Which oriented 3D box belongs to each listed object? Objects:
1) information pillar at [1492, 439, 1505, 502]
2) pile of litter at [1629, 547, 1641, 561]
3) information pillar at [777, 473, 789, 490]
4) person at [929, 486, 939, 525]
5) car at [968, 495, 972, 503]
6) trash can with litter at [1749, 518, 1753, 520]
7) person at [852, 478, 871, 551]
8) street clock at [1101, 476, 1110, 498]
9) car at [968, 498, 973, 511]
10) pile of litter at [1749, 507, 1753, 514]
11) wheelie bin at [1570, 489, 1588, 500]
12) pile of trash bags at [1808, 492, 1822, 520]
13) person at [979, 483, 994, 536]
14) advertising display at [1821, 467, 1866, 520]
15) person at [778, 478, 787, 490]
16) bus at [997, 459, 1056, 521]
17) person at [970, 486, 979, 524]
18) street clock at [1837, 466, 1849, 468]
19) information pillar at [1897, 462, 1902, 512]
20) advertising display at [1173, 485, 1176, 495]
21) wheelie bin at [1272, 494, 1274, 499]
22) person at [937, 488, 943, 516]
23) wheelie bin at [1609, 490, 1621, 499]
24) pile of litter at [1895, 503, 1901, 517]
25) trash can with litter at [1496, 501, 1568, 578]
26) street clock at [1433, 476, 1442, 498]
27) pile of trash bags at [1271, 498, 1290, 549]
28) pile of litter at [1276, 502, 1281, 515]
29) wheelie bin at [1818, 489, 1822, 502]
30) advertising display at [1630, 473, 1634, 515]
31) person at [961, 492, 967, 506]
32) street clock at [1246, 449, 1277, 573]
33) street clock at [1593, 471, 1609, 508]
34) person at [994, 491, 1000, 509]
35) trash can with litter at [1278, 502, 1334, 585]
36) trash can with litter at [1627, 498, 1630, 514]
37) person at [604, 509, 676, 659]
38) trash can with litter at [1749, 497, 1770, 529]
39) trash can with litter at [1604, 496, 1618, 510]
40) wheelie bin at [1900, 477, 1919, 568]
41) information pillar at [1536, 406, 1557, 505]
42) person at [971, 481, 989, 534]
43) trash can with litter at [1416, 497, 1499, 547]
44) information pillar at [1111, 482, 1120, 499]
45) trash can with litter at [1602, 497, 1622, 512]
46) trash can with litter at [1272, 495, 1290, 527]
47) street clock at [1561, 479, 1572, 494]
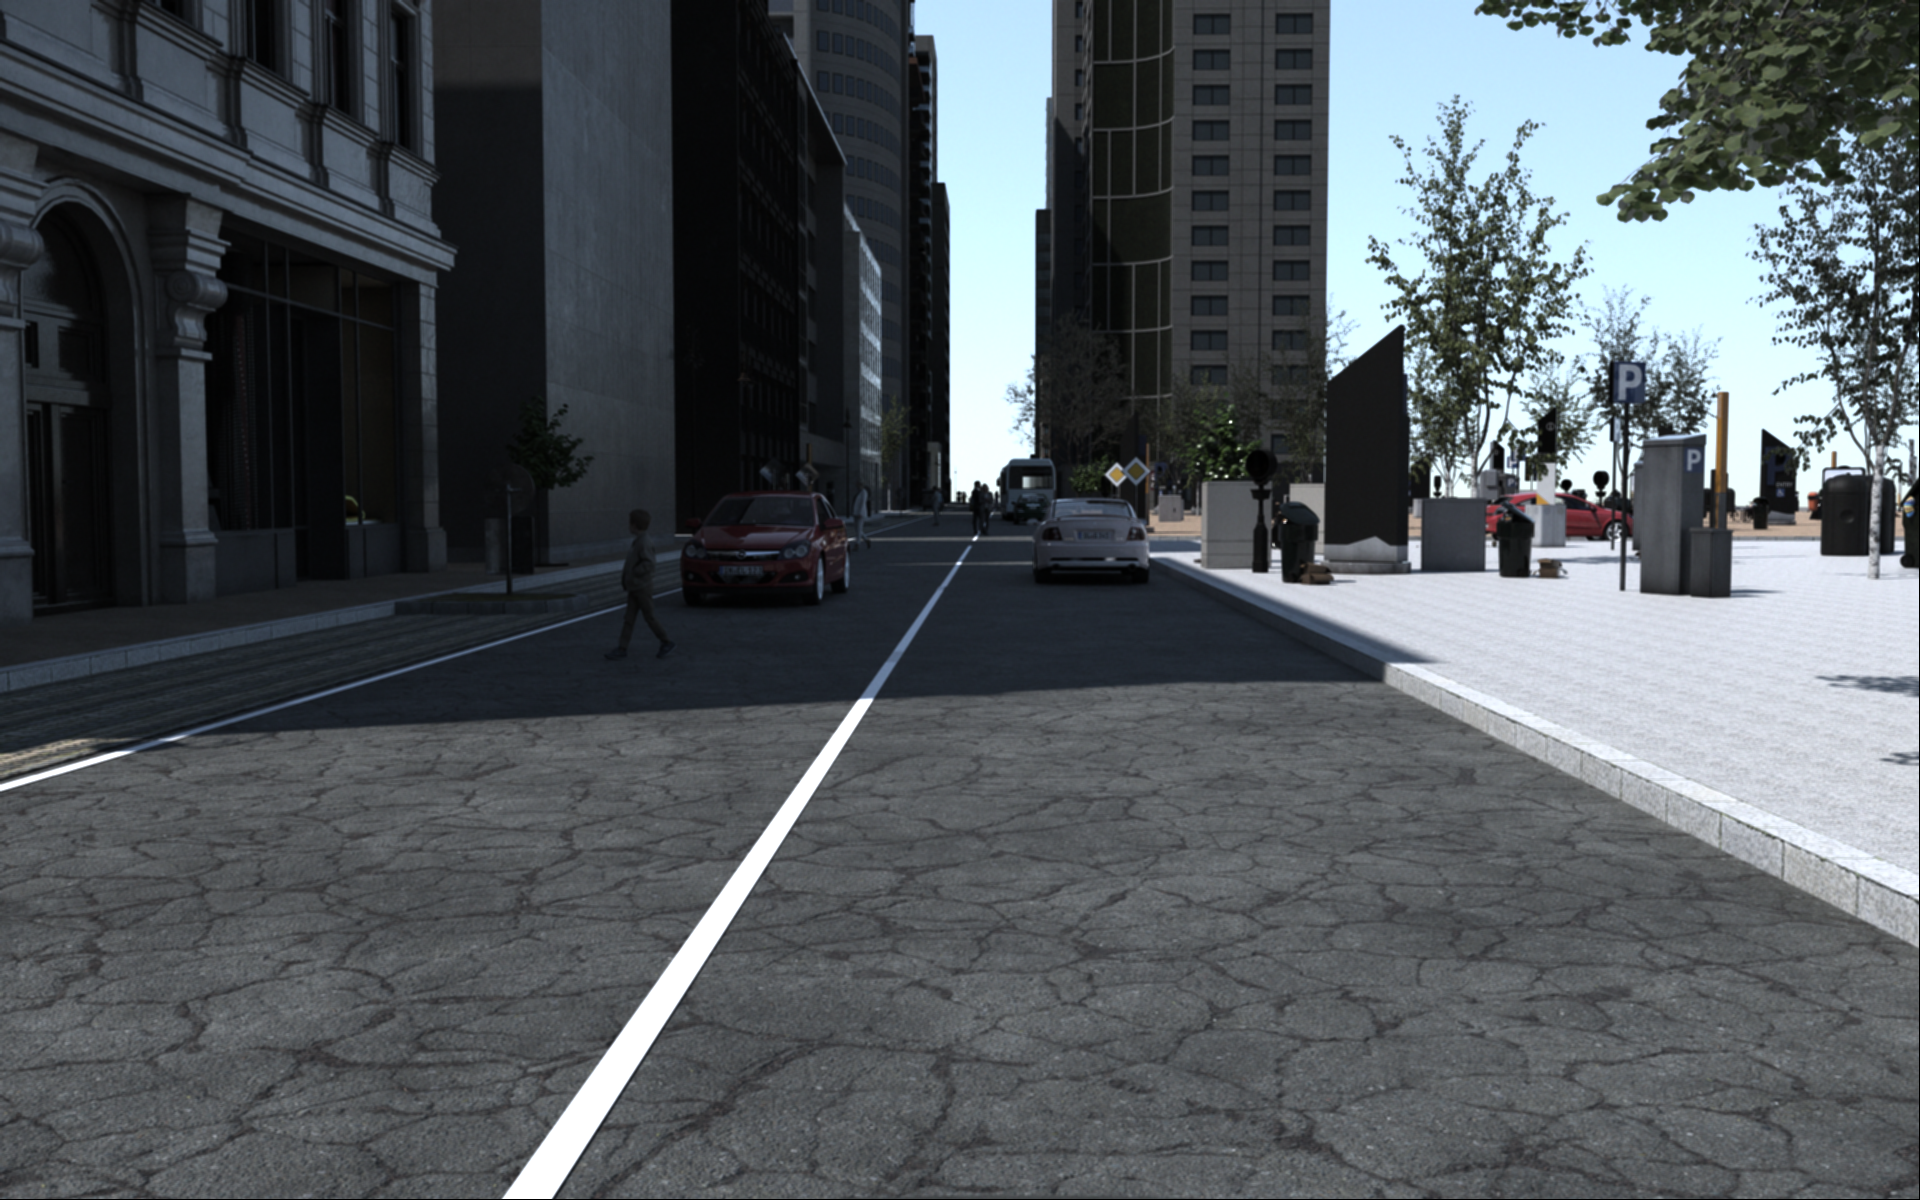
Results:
[{"bbox_3d":[22.958,-5.050,73.920,0.504,3.616,0.183,2,4,34],"label":"information pillar"},{"bbox_3d":[13.768,-1.218,33.885,1.719,0.858,1.176,-1,4,-21],"label":"pile of litter"},{"bbox_3d":[-6.281,-3.492,61.581,0.304,2.012,0.304,3,5,45],"label":"information pillar"},{"bbox_3d":[-1.184,-4.313,79.196,0.466,1.800,0.511,0,4,2],"label":"person"},{"bbox_3d":[2.079,-12.668,219.122,2.014,1.417,4.499,0,4,2],"label":"car"},{"bbox_3d":[40.496,-4.683,87.622,2.233,1.210,1.678,-2,4,-26],"label":"trash can with litter"},{"bbox_3d":[-2.481,-2.171,43.872,0.514,1.842,0.818,3,5,42],"label":"person"},{"bbox_3d":[5.707,-3.878,67.978,0.358,2.002,0.471,-1,4,-18],"label":"street clock"},{"bbox_3d":[1.655,-8.223,144.673,2.015,1.641,3.980,0,4,0],"label":"car"},{"bbox_3d":[48.580,-5.583,105.239,1.719,0.858,1.176,-1,4,-17],"label":"pile of litter"},{"bbox_3d":[42.625,-6.792,118.951,0.980,1.594,0.693,0,4,-2],"label":"wheelie bin"},{"bbox_3d":[43.500,-4.712,86.785,3.447,1.369,1.912,-3,4,-37],"label":"pile of trash bags"},{"bbox_3d":[0.922,-3.132,59.891,0.537,1.800,0.526,0,4,-1],"label":"person"},{"bbox_3d":[21.387,-2.247,41.948,0.123,1.923,0.974,-3,5,-40],"label":"advertising display"},{"bbox_3d":[-4.050,-1.850,39.025,0.520,1.790,0.573,-1,4,-18],"label":"person"},{"bbox_3d":[3.643,-6.201,96.251,2.948,3.499,13.247,0,4,0],"label":"bus"},{"bbox_3d":[0.832,-4.619,83.890,0.748,1.841,0.638,-1,4,-23],"label":"person"},{"bbox_3d":[22.552,-2.427,44.253,0.471,2.002,0.358,1,4,15],"label":"street clock"},{"bbox_3d":[67.662,-8.153,124.657,0.183,3.616,0.504,3,5,44],"label":"information pillar"},{"bbox_3d":[15.464,-7.380,125.871,0.123,1.923,0.974,3,4,37],"label":"advertising display"},{"bbox_3d":[21.503,-6.896,120.652,0.693,1.594,0.980,1,4,15],"label":"wheelie bin"},{"bbox_3d":[-1.438,-6.457,113.933,0.638,1.841,0.748,-1,4,-13],"label":"person"},{"bbox_3d":[46.026,-6.957,121.651,0.693,1.594,0.980,3,5,45],"label":"wheelie bin"},{"bbox_3d":[51.926,-5.066,96.792,1.176,0.858,1.719,0,4,-1],"label":"pile of litter"},{"bbox_3d":[8.809,-0.935,26.675,1.055,1.170,0.624,2,4,27],"label":"trash can with litter"},{"bbox_3d":[18.806,-3.894,68.234,0.358,2.002,0.471,1,4,22],"label":"street clock"},{"bbox_3d":[7.534,-1.843,39.888,3.447,1.369,1.912,0,4,3],"label":"pile of trash bags"},{"bbox_3d":[16.734,-4.808,92.571,1.176,0.858,1.719,-1,4,-22],"label":"pile of litter"},{"bbox_3d":[55.731,-6.348,111.691,0.693,1.594,0.980,-2,4,-31],"label":"wheelie bin"},{"bbox_3d":[21.063,-2.951,53.462,0.123,1.923,0.974,-1,4,-19],"label":"advertising display"},{"bbox_3d":[0.447,-12.629,215.715,1.217,1.736,0.721,-3,5,-41],"label":"person"},{"bbox_3d":[4.905,-1.447,28.227,0.471,2.002,0.358,3,5,43],"label":"street clock"},{"bbox_3d":[20.116,-3.047,54.387,0.358,2.002,0.471,-1,4,-20],"label":"street clock"},{"bbox_3d":[3.634,-9.881,170.717,0.621,1.740,0.551,2,4,29],"label":"person"},{"bbox_3d":[5.022,-0.825,24.874,0.624,1.170,1.055,-1,4,-20],"label":"trash can with litter"},{"bbox_3d":[25.096,-3.216,63.966,1.055,1.170,0.624,-3,5,-41],"label":"trash can with litter"},{"bbox_3d":[-2.774,-0.141,15.084,0.640,1.303,0.475,-3,4,-36],"label":"person"},{"bbox_3d":[29.159,-3.165,63.135,0.624,1.170,1.055,2,4,30],"label":"trash can with litter"},{"bbox_3d":[21.740,-2.790,56.666,2.233,1.210,1.678,2,4,26],"label":"trash can with litter"},{"bbox_3d":[16.833,-1.355,30.059,0.980,1.594,0.693,-2,4,-29],"label":"wheelie bin"},{"bbox_3d":[15.569,-3.339,45.943,0.504,3.616,0.183,2,4,27],"label":"information pillar"},{"bbox_3d":[0.692,-3.290,61.659,0.474,1.900,0.648,-3,4,-37],"label":"person"},{"bbox_3d":[12.287,-1.893,42.007,2.233,1.210,1.678,1,4,21],"label":"trash can with litter"},{"bbox_3d":[5.626,-3.554,62.592,0.304,2.012,0.304,0,4,7],"label":"information pillar"},{"bbox_3d":[26.699,-3.631,70.758,0.624,1.170,1.055,3,5,40],"label":"trash can with litter"},{"bbox_3d":[11.636,-3.455,67.550,2.233,1.210,1.678,0,4,-3],"label":"trash can with litter"},{"bbox_3d":[29.780,-4.924,85.078,0.471,2.002,0.358,3,5,43],"label":"street clock"}]
